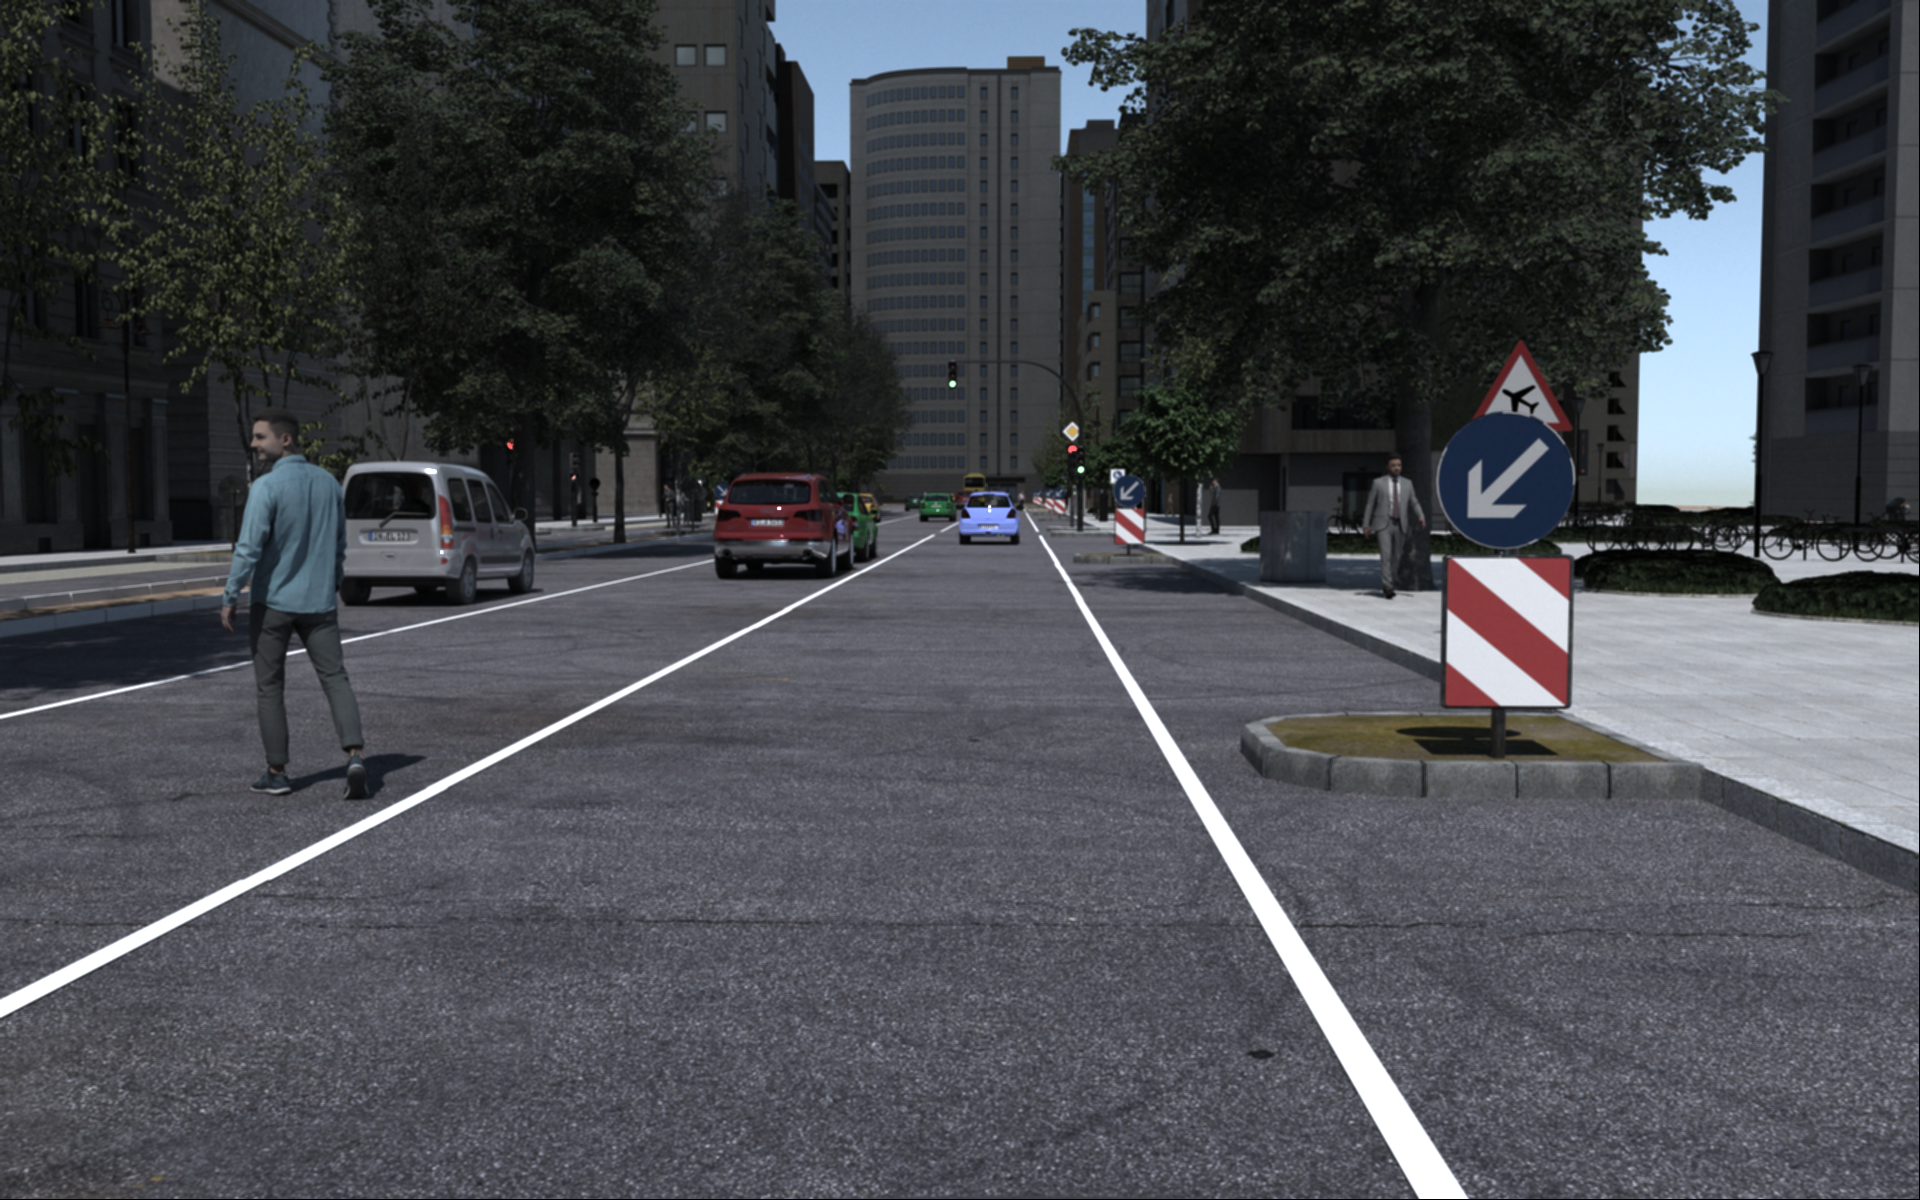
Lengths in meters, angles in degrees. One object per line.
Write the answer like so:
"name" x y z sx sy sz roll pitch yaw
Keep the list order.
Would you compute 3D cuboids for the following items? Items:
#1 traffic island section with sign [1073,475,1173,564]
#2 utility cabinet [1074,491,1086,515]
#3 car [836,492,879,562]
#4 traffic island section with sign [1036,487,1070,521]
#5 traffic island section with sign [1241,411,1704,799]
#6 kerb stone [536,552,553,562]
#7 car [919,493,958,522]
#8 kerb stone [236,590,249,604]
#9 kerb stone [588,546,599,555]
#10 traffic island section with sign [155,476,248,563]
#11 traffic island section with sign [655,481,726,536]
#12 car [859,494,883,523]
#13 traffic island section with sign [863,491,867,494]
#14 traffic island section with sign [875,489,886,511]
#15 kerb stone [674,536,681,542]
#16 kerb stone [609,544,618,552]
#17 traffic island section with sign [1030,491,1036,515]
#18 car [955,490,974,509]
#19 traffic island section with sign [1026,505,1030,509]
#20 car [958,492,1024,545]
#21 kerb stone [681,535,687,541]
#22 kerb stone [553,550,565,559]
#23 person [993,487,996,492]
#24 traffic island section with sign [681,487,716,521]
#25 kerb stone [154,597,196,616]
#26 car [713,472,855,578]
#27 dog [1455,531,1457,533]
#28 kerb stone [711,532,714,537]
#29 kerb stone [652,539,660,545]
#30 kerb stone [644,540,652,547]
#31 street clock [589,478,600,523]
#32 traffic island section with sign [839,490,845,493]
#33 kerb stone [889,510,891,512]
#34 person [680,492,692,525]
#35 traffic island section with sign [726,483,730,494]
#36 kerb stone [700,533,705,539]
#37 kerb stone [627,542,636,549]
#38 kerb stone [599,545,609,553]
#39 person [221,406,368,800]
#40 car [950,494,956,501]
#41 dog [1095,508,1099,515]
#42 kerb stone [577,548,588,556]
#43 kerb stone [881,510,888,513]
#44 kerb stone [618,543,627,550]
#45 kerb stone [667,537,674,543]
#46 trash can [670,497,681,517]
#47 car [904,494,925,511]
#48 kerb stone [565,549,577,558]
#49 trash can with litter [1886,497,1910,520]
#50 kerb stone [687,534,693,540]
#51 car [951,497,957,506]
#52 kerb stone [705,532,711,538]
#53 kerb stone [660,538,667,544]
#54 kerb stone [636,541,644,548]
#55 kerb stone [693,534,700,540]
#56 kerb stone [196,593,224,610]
"traffic island section with sign" 3.396 -1.697 36.370 1.989 1.847 2.006 0 4 2
"utility cabinet" 7.282 -5.925 105.551 0.318 1.500 1.173 -2 4 -23
"car" -2.784 -1.770 37.730 1.959 1.807 4.718 0 4 1
"traffic island section with sign" 5.148 -5.086 91.791 1.989 1.847 2.006 0 4 2
"traffic island section with sign" 2.537 -0.029 9.099 1.989 1.847 2.006 0 4 2
"kerb stone" -8.996 -0.915 37.221 0.120 0.150 1.000 0 4 2
"car" -1.134 -5.023 90.921 1.959 1.807 4.718 0 4 3
"kerb stone" -9.450 -0.041 22.879 0.120 0.150 1.000 0 4 2
"kerb stone" -8.852 -1.168 41.311 0.120 0.150 1.000 0 4 2
"traffic island section with sign" -15.711 -1.729 36.899 1.989 1.847 2.006 0 4 2
"traffic island section with sign" -9.326 -3.154 59.698 2.006 1.907 1.989 0 4 2
"car" -4.904 -4.685 86.827 2.015 1.641 3.980 0 4 1
"traffic island section with sign" -10.667 -11.481 196.349 1.989 1.847 2.006 0 4 2
"traffic island section with sign" -6.718 -8.200 142.203 2.006 1.907 1.989 0 4 2
"kerb stone" -8.550 -1.792 51.550 0.120 0.150 1.000 0 4 2
"kerb stone" -8.799 -1.290 43.357 0.120 0.150 1.000 0 4 2
"traffic island section with sign" 6.003 -6.740 118.832 1.989 1.847 2.006 0 4 2
"car" 0.609 -9.437 162.959 2.281 1.827 5.304 0 4 3
"traffic island section with sign" 7.579 -9.792 168.721 1.989 1.847 2.006 0 4 2
"car" 0.878 -2.487 50.252 1.945 1.707 3.694 0 4 3
"kerb stone" -8.507 -1.858 52.571 0.120 0.150 1.000 0 4 2
"kerb stone" -8.960 -0.976 38.243 0.120 0.150 1.000 0 4 2
"person" 1.741 -4.859 88.148 0.606 1.804 0.583 0 4 -2
"traffic island section with sign" -13.940 -5.173 93.203 1.989 1.847 2.006 0 4 2
"kerb stone" -9.509 0.084 20.817 0.120 0.150 1.000 0 4 2
"car" -3.090 -1.371 31.086 2.281 1.827 5.304 0 4 2
"dog" 11.961 -1.435 41.203 0.748 0.427 0.550 0 4 -7
"kerb stone" -8.351 -2.169 57.678 0.120 0.150 1.000 0 4 2
"kerb stone" -8.637 -1.607 48.475 0.120 0.150 1.000 0 4 2
"kerb stone" -8.672 -1.543 47.454 0.120 0.150 1.000 0 4 2
"street clock" -16.358 -4.467 77.609 0.471 2.002 0.358 -1 4 -14
"traffic island section with sign" -11.537 -9.834 169.408 1.989 1.847 2.006 0 4 2
"kerb stone" -5.808 -7.089 138.103 0.120 0.150 1.000 0 4 2
"person" -12.563 -4.356 79.825 0.635 1.810 0.391 -3 5 -40
"traffic island section with sign" -9.083 -3.606 67.101 2.006 1.907 1.989 0 4 2
"kerb stone" -8.411 -2.045 55.635 0.120 0.150 1.000 0 4 2
"kerb stone" -8.730 -1.417 45.409 0.120 0.150 1.000 0 4 2
"kerb stone" -8.830 -1.229 42.335 0.120 0.150 1.000 0 4 2
"person" -3.127 0.013 8.149 0.748 1.841 0.638 3 5 44
"car" -1.243 -12.635 216.806 2.015 1.641 3.980 0 4 2
"dog" 8.602 -5.685 107.335 0.800 0.831 0.513 1 4 16
"kerb stone" -8.898 -1.107 40.290 0.120 0.150 1.000 0 4 2
"kerb stone" -5.898 -6.901 135.033 0.120 0.150 1.000 0 4 2
"kerb stone" -8.766 -1.357 44.388 0.120 0.150 1.000 0 4 2
"kerb stone" -8.579 -1.733 50.523 0.120 0.150 1.000 0 4 2
"trash can" -15.909 -5.215 96.915 0.748 1.137 0.748 0 3 0
"car" -3.699 -8.274 147.073 2.131 1.459 4.920 0 4 1
"kerb stone" -8.932 -1.044 39.265 0.120 0.150 1.000 0 4 2
"trash can with litter" 31.540 -2.890 58.647 1.055 1.170 0.624 -1 4 -19
"kerb stone" -8.480 -1.918 53.593 0.120 0.150 1.000 0 4 2
"car" -1.188 -6.164 112.788 2.014 1.417 4.499 0 4 1
"kerb stone" -8.375 -2.108 56.657 0.120 0.150 1.000 0 4 2
"kerb stone" -8.613 -1.670 49.497 0.120 0.150 1.000 0 4 2
"kerb stone" -8.708 -1.482 46.432 0.120 0.150 1.000 0 4 2
"kerb stone" -8.442 -1.983 54.614 0.120 0.150 1.000 0 4 2
"kerb stone" -9.475 0.022 21.846 0.120 0.150 1.000 0 4 2
